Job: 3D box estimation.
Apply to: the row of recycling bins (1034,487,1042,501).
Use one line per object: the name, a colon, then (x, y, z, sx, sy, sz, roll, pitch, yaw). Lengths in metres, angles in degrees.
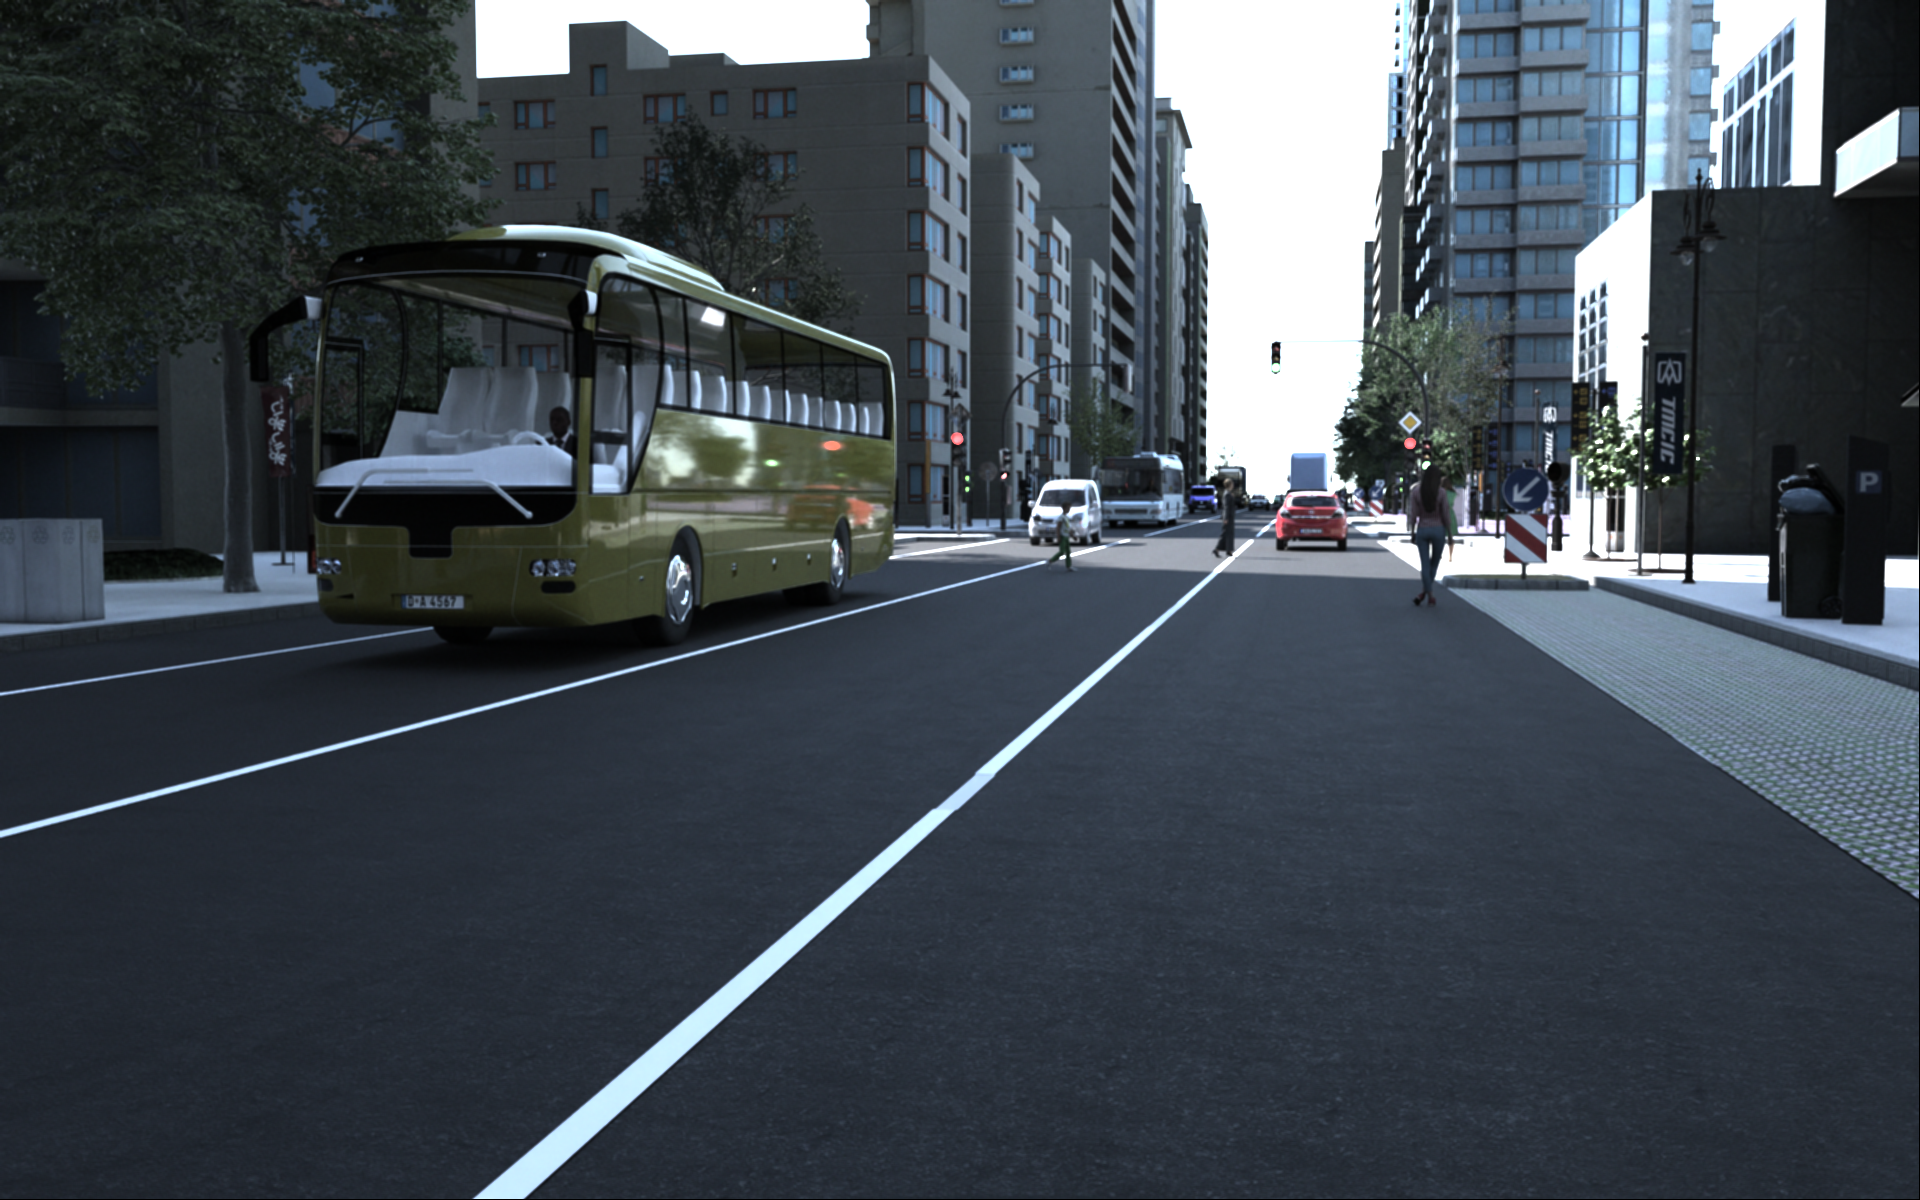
row of recycling bins: (3.321, -5.737, 100.905, 3.534, 1.692, 1.069, 2, 4, 31)

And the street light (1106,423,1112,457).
street light: (9.653, -8.512, 111.966, 0.468, 5.910, 1.993, 1, 4, 11)

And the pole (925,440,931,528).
pole: (-1.209, -4.385, 65.539, 0.158, 3.312, 0.155, 0, 3, 0)

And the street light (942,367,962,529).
street light: (-0.287, -5.512, 62.906, 0.468, 5.910, 1.993, 1, 4, 11)

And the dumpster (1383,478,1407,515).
dumpster: (27.239, -6.464, 108.172, 1.502, 2.255, 1.985, 1, 4, 11)

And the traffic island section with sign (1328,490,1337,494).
traffic island section with sign: (34.305, -9.021, 156.120, 1.989, 1.847, 2.006, 1, 4, 11)

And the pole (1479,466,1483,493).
pole: (31.618, -6.809, 105.168, 0.158, 3.312, 0.155, 0, 3, 0)

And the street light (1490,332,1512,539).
street light: (15.438, -4.695, 49.552, 0.468, 5.910, 1.993, 1, 4, 11)

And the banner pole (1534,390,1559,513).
banner pole: (13.994, -3.150, 41.522, 0.401, 3.779, 0.863, -2, 4, -28)

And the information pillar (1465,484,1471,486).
information pillar: (36.660, -7.372, 125.016, 0.304, 2.012, 0.304, 2, 4, 35)

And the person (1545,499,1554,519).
person: (30.293, -5.081, 89.473, 0.694, 1.780, 0.624, 0, 4, 2)

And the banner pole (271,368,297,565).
banner pole: (-12.078, -2.509, 31.041, 0.401, 3.779, 0.863, -3, 5, -44)

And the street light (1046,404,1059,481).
street light: (4.681, -7.012, 87.436, 0.468, 5.910, 1.993, 1, 4, 11)

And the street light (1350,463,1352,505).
street light: (46.729, -14.297, 206.544, 0.468, 5.910, 1.993, 1, 4, 11)

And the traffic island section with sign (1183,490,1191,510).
traffic island section with sign: (21.092, -9.225, 159.460, 1.989, 1.847, 2.006, 1, 4, 11)

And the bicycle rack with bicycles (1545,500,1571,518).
bicycle rack with bicycles: (32.600, -4.947, 94.271, 2.925, 0.926, 2.852, -3, 5, -42)

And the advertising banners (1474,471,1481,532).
advertising banners: (17.594, -3.836, 58.907, 0.090, 3.025, 2.074, 1, 4, 22)

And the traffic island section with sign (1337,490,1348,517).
traffic island section with sign: (24.630, -6.051, 107.563, 1.989, 1.847, 2.006, 1, 4, 11)

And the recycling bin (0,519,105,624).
recycling bin: (-9.172, -0.300, 17.463, 0.722, 1.027, 0.722, 1, 4, 11)

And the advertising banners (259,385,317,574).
advertising banners: (-10.252, -1.934, 27.815, 2.074, 3.025, 0.090, 1, 4, 9)

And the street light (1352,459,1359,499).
street light: (41.789, -12.796, 182.008, 0.468, 5.910, 1.993, 1, 4, 11)

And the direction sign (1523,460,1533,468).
direction sign: (37.292, -7.452, 113.840, 0.379, 3.537, 0.876, -1, 4, -23)

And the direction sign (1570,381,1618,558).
direction sign: (12.800, -2.632, 35.028, 0.876, 3.537, 0.379, 2, 4, 29)

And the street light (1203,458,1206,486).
street light: (30.861, -15.025, 218.444, 0.468, 5.910, 1.993, 1, 4, 11)

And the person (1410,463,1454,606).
person: (6.061, -0.840, 22.238, 0.555, 1.821, 0.388, 1, 4, 9)

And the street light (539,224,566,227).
street light: (-6.800, -3.496, 29.950, 0.468, 5.910, 1.993, 1, 4, 11)

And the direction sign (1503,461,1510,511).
direction sign: (37.190, -7.720, 118.222, 0.876, 3.537, 0.379, -2, 4, -26)

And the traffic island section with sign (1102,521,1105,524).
traffic island section with sign: (5.995, -4.597, 83.790, 1.989, 1.847, 2.006, 1, 4, 11)

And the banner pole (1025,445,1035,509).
banner pole: (3.577, -5.979, 87.771, 0.401, 3.779, 0.863, -3, 5, -40)

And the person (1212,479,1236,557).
person: (6.014, -1.846, 39.109, 0.534, 1.772, 0.576, -1, 4, -20)

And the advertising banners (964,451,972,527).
advertising banners: (0.322, -4.428, 68.590, 0.090, 3.025, 2.074, 0, 4, -7)

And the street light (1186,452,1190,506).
street light: (24.573, -13.100, 186.970, 0.468, 5.910, 1.993, 1, 4, 11)

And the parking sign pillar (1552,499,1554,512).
parking sign pillar: (43.009, -8.487, 127.240, 1.447, 3.967, 1.447, -3, 4, -36)

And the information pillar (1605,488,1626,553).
information pillar: (14.433, -2.057, 38.126, 0.304, 2.012, 0.304, -2, 4, -34)

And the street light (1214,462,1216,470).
street light: (35.782, -16.526, 242.983, 0.468, 5.910, 1.993, 1, 4, 11)

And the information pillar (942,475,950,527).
information pillar: (-0.552, -3.897, 68.200, 0.304, 2.012, 0.304, 0, 4, -1)

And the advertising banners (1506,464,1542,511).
advertising banners: (32.579, -6.346, 99.945, 2.074, 3.025, 0.090, 2, 4, 33)

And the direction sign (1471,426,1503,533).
direction sign: (17.417, -4.008, 57.534, 0.876, 3.537, 0.379, 0, 4, -4)

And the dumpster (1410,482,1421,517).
dumpster: (21.567, -4.579, 80.630, 1.264, 1.857, 1.865, 1, 4, 11)

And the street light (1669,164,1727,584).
street light: (10.484, -3.177, 24.739, 0.468, 5.910, 1.993, 1, 4, 11)

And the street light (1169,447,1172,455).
street light: (19.596, -11.561, 161.811, 0.468, 5.910, 1.993, 1, 4, 11)

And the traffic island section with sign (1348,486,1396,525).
traffic island section with sign: (19.355, -4.434, 81.127, 1.989, 1.847, 2.006, 1, 4, 11)

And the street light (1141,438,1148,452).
street light: (14.528, -10.038, 136.913, 0.468, 5.910, 1.993, 1, 4, 11)

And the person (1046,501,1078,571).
person: (1.892, -1.188, 32.178, 0.590, 1.304, 0.306, 0, 4, 4)

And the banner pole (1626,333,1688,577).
banner pole: (10.848, -2.258, 26.940, 0.863, 3.779, 0.401, 0, 4, 2)

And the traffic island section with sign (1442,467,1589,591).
traffic island section with sign: (8.480, -1.100, 26.606, 1.989, 1.847, 2.006, 1, 4, 11)
